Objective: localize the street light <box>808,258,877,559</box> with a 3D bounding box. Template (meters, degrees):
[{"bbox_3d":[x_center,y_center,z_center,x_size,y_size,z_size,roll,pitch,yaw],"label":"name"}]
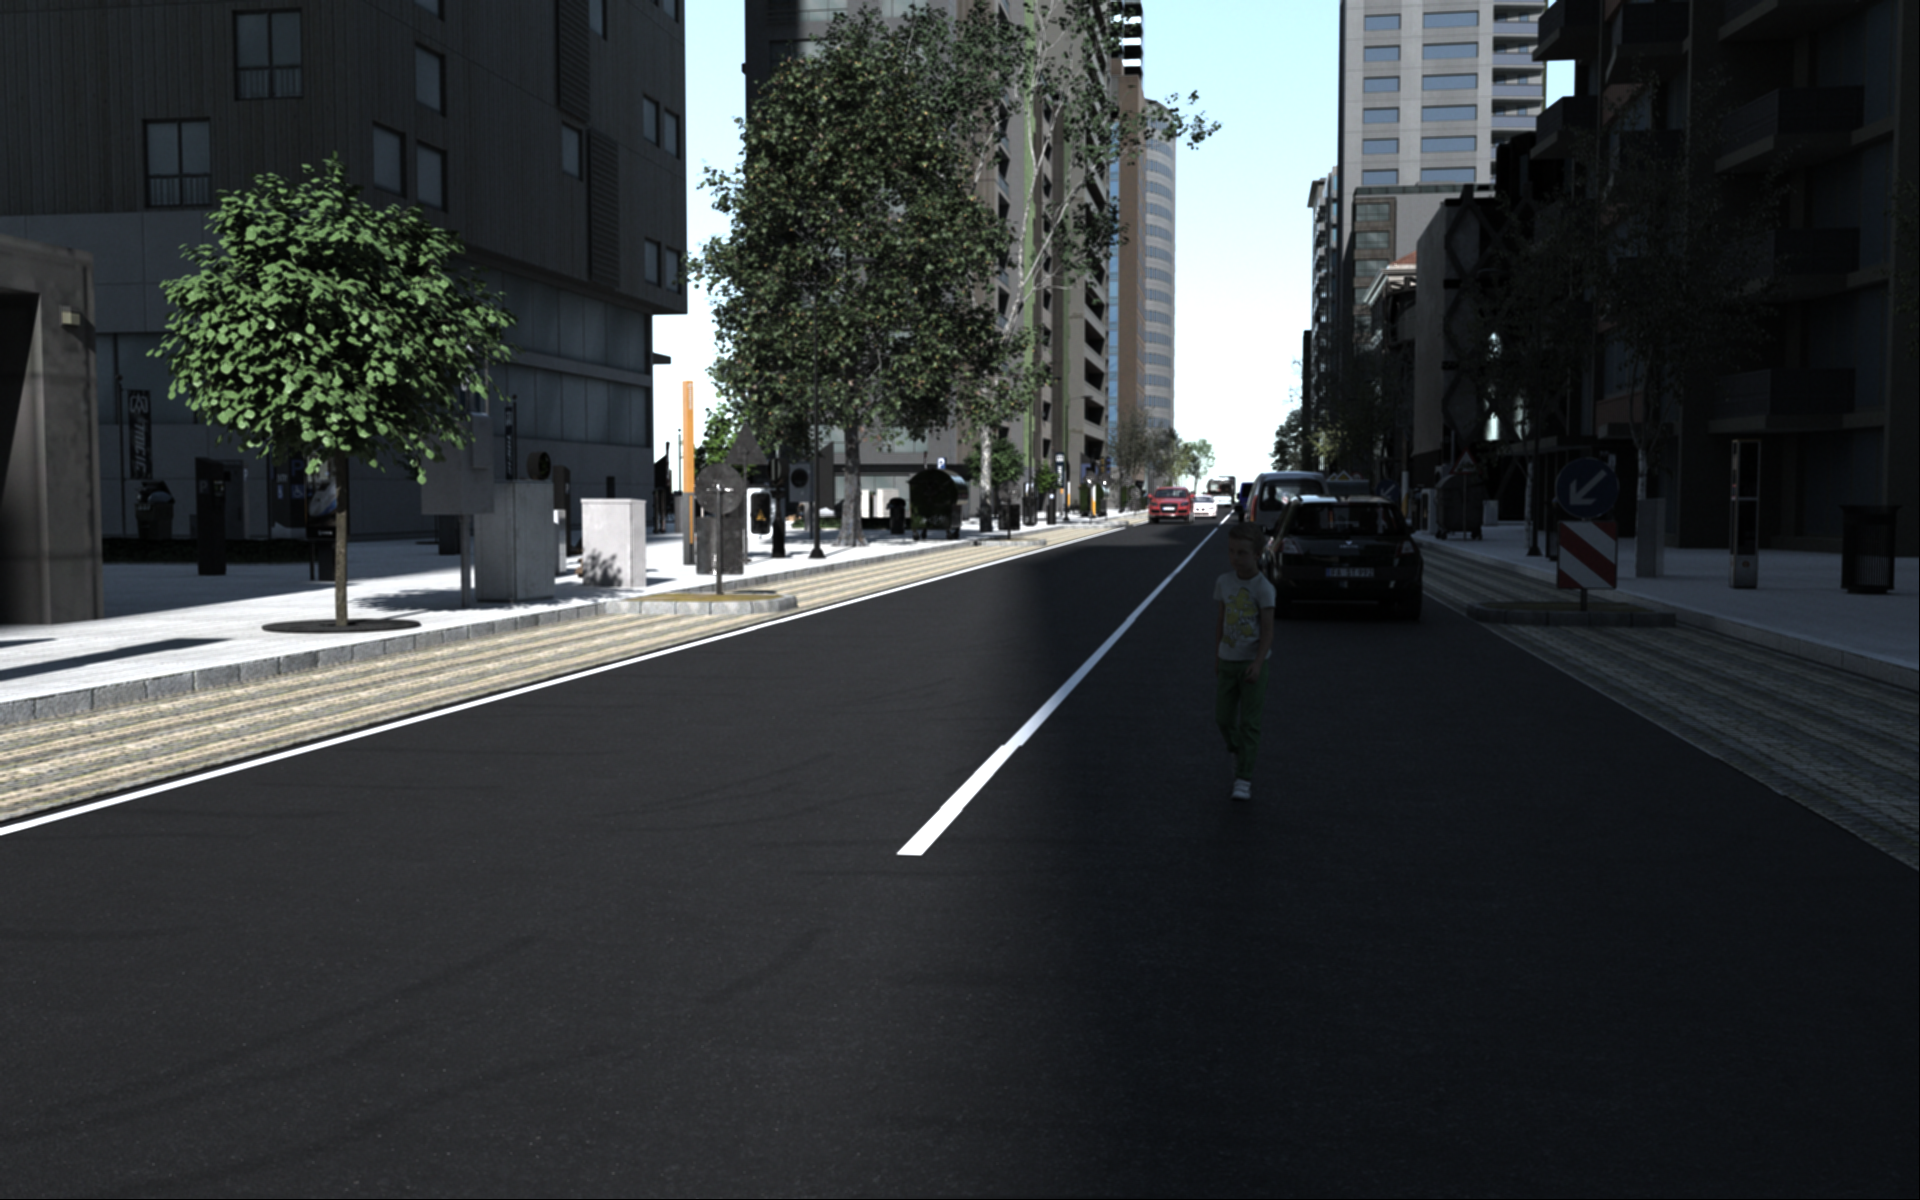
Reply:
[{"bbox_3d":[-2.316,-3.774,34.249,1.470,5.913,1.316,1,4,9],"label":"street light"}]

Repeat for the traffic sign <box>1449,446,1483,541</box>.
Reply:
[{"bbox_3d":[13.729,-2.877,47.035,0.884,2.594,0.081,1,4,18],"label":"traffic sign"}]

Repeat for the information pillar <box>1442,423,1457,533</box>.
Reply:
[{"bbox_3d":[15.997,-3.997,56.701,0.504,3.616,0.183,0,4,6],"label":"information pillar"}]

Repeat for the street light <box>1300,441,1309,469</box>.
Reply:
[{"bbox_3d":[31.835,-11.381,158.616,1.470,5.913,1.316,1,4,9],"label":"street light"}]

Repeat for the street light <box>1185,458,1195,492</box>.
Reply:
[{"bbox_3d":[31.552,-16.238,238.027,1.470,5.913,1.316,1,4,9],"label":"street light"}]

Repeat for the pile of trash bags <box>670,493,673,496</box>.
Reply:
[{"bbox_3d":[-24.311,-7.809,137.435,3.447,1.369,1.912,-2,4,-30],"label":"pile of trash bags"}]

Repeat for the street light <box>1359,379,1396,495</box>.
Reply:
[{"bbox_3d":[17.051,-5.977,70.259,1.470,5.913,1.316,1,4,9],"label":"street light"}]

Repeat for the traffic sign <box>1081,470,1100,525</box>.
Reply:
[{"bbox_3d":[5.479,-4.214,72.548,0.795,2.450,0.064,1,4,9],"label":"traffic sign"}]

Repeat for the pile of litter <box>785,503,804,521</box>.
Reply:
[{"bbox_3d":[-7.904,-4.233,83.175,1.176,0.858,1.719,1,4,18],"label":"pile of litter"}]

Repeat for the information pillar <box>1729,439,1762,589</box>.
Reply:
[{"bbox_3d":[10.638,-1.161,23.475,0.304,2.012,0.304,1,4,12],"label":"information pillar"}]

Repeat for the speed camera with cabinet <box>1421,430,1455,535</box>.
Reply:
[{"bbox_3d":[15.106,-3.683,54.548,0.660,3.252,2.038,0,4,-2],"label":"speed camera with cabinet"}]

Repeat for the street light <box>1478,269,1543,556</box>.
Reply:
[{"bbox_3d":[11.379,-3.870,35.821,1.470,5.913,1.316,1,4,9],"label":"street light"}]

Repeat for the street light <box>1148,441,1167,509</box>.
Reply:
[{"bbox_3d":[17.905,-11.221,156.006,1.470,5.913,1.316,1,4,9],"label":"street light"}]

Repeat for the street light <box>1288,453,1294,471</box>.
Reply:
[{"bbox_3d":[37.747,-13.523,193.634,1.470,5.913,1.316,1,4,9],"label":"street light"}]

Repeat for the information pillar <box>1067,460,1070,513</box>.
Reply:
[{"bbox_3d":[7.290,-7.693,117.131,0.183,3.616,0.504,-1,4,-16],"label":"information pillar"}]

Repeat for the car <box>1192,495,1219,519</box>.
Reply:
[{"bbox_3d":[14.323,-5.534,102.840,2.083,1.381,4.827,1,4,9],"label":"car"}]

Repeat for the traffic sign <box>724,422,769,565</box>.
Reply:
[{"bbox_3d":[-3.883,-1.918,31.355,0.884,2.594,0.081,1,4,16],"label":"traffic sign"}]

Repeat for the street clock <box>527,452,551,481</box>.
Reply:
[{"bbox_3d":[-7.223,-1.540,29.755,0.358,2.002,0.471,1,4,13],"label":"street clock"}]

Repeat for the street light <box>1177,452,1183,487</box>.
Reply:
[{"bbox_3d":[23.641,-13.328,190.458,1.470,5.913,1.316,1,4,9],"label":"street light"}]

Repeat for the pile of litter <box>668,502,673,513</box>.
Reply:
[{"bbox_3d":[-19.100,-6.144,114.415,1.176,0.858,1.719,-3,4,-38],"label":"pile of litter"}]

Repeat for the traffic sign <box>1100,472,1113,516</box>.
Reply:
[{"bbox_3d":[8.558,-6.204,101.535,0.768,2.556,0.104,1,4,12],"label":"traffic sign"}]

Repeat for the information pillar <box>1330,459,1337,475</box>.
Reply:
[{"bbox_3d":[25.185,-7.680,116.923,0.504,3.616,0.183,3,5,44],"label":"information pillar"}]

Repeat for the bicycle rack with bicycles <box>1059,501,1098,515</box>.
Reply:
[{"bbox_3d":[7.633,-5.776,107.815,2.925,0.926,2.852,0,4,-2],"label":"bicycle rack with bicycles"}]

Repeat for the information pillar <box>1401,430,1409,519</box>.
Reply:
[{"bbox_3d":[16.260,-4.399,63.275,0.183,3.616,0.504,0,4,-6],"label":"information pillar"}]

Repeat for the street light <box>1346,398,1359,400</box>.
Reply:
[{"bbox_3d":[19.288,-6.791,83.573,1.470,5.913,1.316,1,4,9],"label":"street light"}]

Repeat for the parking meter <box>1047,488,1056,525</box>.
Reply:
[{"bbox_3d":[3.808,-3.901,72.186,0.372,1.533,0.369,0,3,0],"label":"parking meter"}]

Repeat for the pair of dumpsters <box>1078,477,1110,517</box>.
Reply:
[{"bbox_3d":[7.498,-5.807,97.444,1.574,2.255,4.437,1,4,10],"label":"pair of dumpsters"}]

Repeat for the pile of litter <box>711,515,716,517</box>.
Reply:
[{"bbox_3d":[-12.188,-4.638,89.796,1.719,0.858,1.176,2,4,24],"label":"pile of litter"}]

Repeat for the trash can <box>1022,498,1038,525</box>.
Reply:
[{"bbox_3d":[2.884,-3.657,71.443,0.748,1.137,0.748,0,3,0],"label":"trash can"}]

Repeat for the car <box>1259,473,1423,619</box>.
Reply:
[{"bbox_3d":[4.630,-0.703,21.276,2.009,1.686,4.222,1,4,8],"label":"car"}]

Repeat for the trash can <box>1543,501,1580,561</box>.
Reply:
[{"bbox_3d":[11.539,-1.315,33.160,0.748,1.137,0.748,0,3,0],"label":"trash can"}]

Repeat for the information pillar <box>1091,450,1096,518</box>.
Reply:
[{"bbox_3d":[7.014,-6.110,91.261,0.183,3.616,0.504,-1,4,-17],"label":"information pillar"}]

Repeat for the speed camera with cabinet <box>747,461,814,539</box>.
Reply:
[{"bbox_3d":[-5.101,-3.385,49.686,2.038,3.252,0.660,1,4,22],"label":"speed camera with cabinet"}]

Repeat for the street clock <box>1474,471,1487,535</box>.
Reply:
[{"bbox_3d":[15.983,-2.987,53.407,0.471,2.002,0.358,2,4,26],"label":"street clock"}]

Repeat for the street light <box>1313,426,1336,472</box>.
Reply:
[{"bbox_3d":[25.016,-8.897,118.002,1.470,5.913,1.316,1,4,9],"label":"street light"}]

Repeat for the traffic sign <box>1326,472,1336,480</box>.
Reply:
[{"bbox_3d":[16.994,-4.591,78.708,0.795,2.450,0.064,1,4,9],"label":"traffic sign"}]

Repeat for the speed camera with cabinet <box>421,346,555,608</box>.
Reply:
[{"bbox_3d":[-5.527,-1.591,20.350,0.660,3.252,2.038,1,4,16],"label":"speed camera with cabinet"}]

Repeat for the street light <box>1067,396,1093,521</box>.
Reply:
[{"bbox_3d":[5.582,-6.691,81.943,1.470,5.913,1.316,1,4,9],"label":"street light"}]

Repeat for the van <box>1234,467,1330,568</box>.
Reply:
[{"bbox_3d":[6.329,-1.622,33.530,2.013,2.044,4.112,0,4,8],"label":"van"}]

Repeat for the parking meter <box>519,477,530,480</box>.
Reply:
[{"bbox_3d":[-6.367,-1.064,25.801,0.372,1.533,0.369,0,3,0],"label":"parking meter"}]

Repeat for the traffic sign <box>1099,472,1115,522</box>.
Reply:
[{"bbox_3d":[6.794,-4.696,80.424,0.795,2.450,0.064,1,4,9],"label":"traffic sign"}]

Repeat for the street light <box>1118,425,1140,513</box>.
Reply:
[{"bbox_3d":[11.374,-8.815,116.664,1.470,5.913,1.316,1,4,9],"label":"street light"}]

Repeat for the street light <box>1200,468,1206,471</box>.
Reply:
[{"bbox_3d":[37.514,-18.364,272.786,1.470,5.913,1.316,1,4,9],"label":"street light"}]

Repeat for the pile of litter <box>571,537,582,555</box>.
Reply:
[{"bbox_3d":[-7.902,-1.400,36.850,1.176,0.858,1.719,-3,4,-38],"label":"pile of litter"}]

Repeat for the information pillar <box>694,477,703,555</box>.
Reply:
[{"bbox_3d":[-5.654,-1.975,36.788,0.304,2.012,0.304,-2,4,-26],"label":"information pillar"}]

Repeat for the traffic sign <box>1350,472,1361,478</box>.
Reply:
[{"bbox_3d":[22.499,-6.009,98.358,0.768,2.556,0.104,1,4,17],"label":"traffic sign"}]

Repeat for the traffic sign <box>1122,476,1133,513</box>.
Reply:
[{"bbox_3d":[11.613,-7.324,119.855,0.768,2.556,0.104,1,4,12],"label":"traffic sign"}]

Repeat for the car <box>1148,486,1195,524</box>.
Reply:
[{"bbox_3d":[10.363,-4.652,84.740,2.281,1.827,5.304,1,4,10],"label":"car"}]

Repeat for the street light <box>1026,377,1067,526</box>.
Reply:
[{"bbox_3d":[3.327,-5.886,68.776,1.470,5.913,1.316,1,4,9],"label":"street light"}]

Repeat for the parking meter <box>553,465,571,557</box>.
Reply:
[{"bbox_3d":[-8.174,-1.826,35.568,0.255,1.863,0.399,0,4,7],"label":"parking meter"}]

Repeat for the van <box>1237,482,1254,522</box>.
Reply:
[{"bbox_3d":[15.674,-5.316,91.298,2.240,2.365,5.245,1,4,10],"label":"van"}]

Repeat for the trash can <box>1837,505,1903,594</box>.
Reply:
[{"bbox_3d":[11.707,-0.652,22.316,0.748,1.137,0.748,0,3,0],"label":"trash can"}]

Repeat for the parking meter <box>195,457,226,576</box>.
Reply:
[{"bbox_3d":[-11.836,-1.325,27.375,0.399,1.863,0.255,1,4,22],"label":"parking meter"}]

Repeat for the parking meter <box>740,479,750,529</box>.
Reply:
[{"bbox_3d":[-7.828,-3.513,63.154,0.399,1.863,0.255,-1,4,-10],"label":"parking meter"}]

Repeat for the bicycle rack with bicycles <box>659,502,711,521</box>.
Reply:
[{"bbox_3d":[-12.993,-4.331,84.193,2.925,0.926,2.852,3,5,44],"label":"bicycle rack with bicycles"}]

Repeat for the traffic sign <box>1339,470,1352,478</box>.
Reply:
[{"bbox_3d":[15.680,-4.109,70.831,0.795,2.450,0.064,1,4,9],"label":"traffic sign"}]
